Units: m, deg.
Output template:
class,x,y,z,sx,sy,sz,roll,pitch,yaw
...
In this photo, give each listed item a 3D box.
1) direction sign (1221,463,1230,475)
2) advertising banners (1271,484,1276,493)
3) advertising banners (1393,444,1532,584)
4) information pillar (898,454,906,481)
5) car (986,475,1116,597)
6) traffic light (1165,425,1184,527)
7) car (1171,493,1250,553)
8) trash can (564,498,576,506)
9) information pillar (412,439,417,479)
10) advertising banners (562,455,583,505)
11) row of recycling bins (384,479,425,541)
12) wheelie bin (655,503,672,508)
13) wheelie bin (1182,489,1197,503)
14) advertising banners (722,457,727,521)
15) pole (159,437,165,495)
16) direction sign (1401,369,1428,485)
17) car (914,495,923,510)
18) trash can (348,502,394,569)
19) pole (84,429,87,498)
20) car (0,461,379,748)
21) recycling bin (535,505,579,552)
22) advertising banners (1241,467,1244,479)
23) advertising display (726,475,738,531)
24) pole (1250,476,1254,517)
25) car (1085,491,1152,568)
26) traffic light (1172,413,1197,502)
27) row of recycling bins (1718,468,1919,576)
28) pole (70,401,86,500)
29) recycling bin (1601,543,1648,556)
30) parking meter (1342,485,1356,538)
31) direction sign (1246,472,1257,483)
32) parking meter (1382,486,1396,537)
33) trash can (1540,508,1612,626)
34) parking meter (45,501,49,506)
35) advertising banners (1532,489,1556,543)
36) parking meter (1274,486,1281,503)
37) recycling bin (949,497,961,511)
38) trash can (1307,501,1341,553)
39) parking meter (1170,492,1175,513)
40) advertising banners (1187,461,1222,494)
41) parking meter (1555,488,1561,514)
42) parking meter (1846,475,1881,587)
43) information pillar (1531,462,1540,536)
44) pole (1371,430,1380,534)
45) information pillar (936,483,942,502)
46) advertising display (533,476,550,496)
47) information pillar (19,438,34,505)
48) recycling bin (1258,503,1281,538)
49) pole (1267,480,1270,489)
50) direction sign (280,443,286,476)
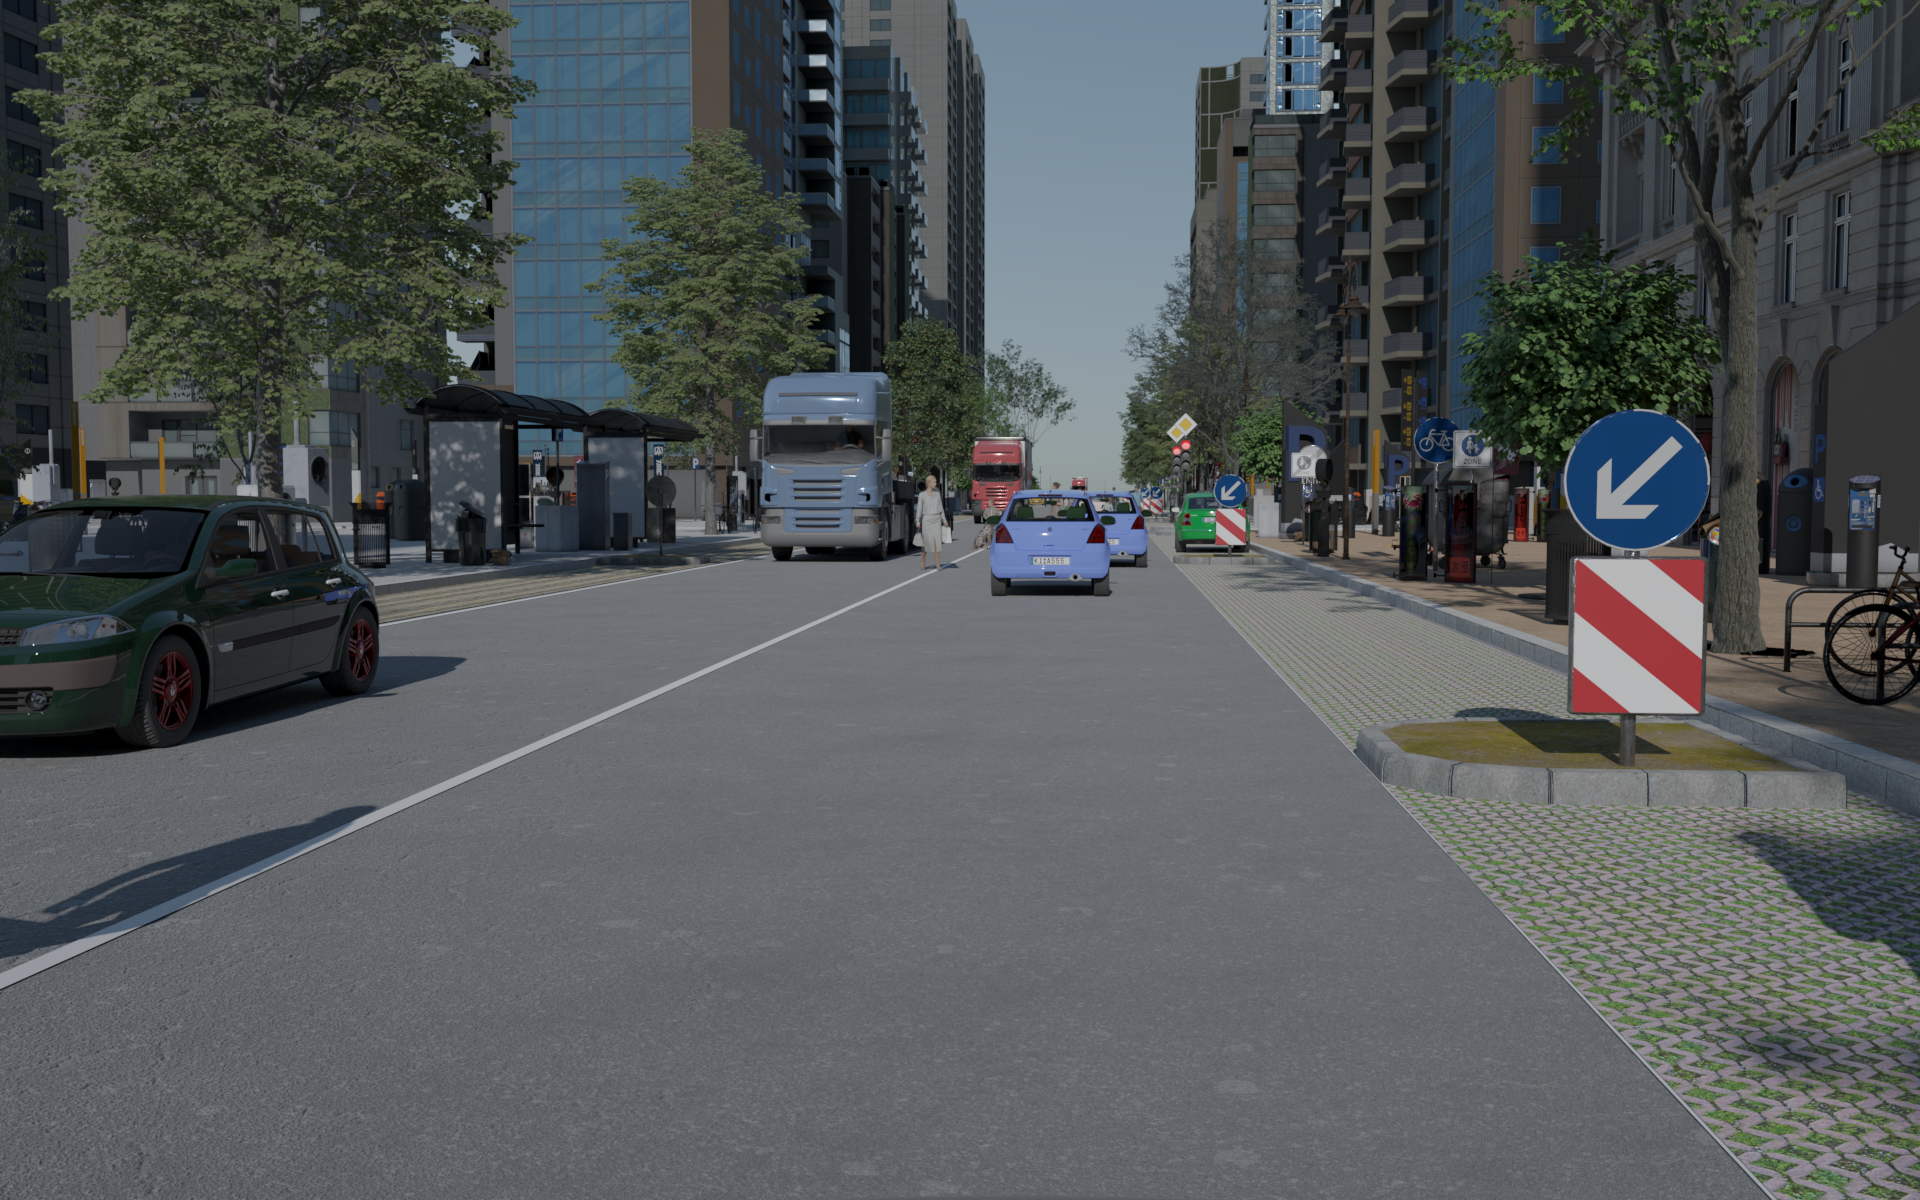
class,x,y,z,sx,sy,sz,roll,pitch,yaw
direction sign,19.068,-8.099,124.417,0.379,3.537,0.876,-3,5,-40
advertising banners,17.007,-6.066,95.371,0.090,3.025,2.074,3,5,43
advertising banners,7.181,-1.755,24.878,2.074,3.025,0.090,3,5,44
information pillar,-3.378,-6.709,101.039,0.504,3.616,0.183,0,4,-7
car,1.338,-0.976,25.555,1.945,1.707,3.694,0,4,3
traffic light,8.494,-4.845,68.140,0.839,4.253,0.868,0,4,5
car,6.290,-2.117,43.405,1.959,1.807,4.718,0,4,6
trash can,-15.566,-3.546,69.629,0.748,1.137,0.748,0,3,0
information pillar,-23.184,-5.036,73.689,0.183,3.616,0.504,-2,4,-32
advertising banners,-17.970,-5.061,78.935,2.074,3.025,0.090,2,4,27
row of recycling bins,-15.503,-2.546,48.735,1.069,1.692,3.534,-2,4,-25
wheelie bin,-14.022,-4.518,81.777,0.980,1.594,0.693,1,4,17
wheelie bin,18.069,-7.949,137.879,0.693,1.594,0.980,-2,4,-28
advertising banners,-10.954,-5.175,80.801,0.090,3.025,2.074,0,4,-2
pole,-28.742,-4.195,62.438,0.158,3.312,0.155,0,3,0
direction sign,8.304,-2.430,31.729,0.379,3.537,0.876,3,5,44
car,-2.043,-4.267,81.761,2.014,1.417,4.499,0,4,5
trash can,-10.168,-1.118,29.928,0.748,1.137,0.748,0,3,0
pole,-27.303,-3.673,53.903,0.158,3.312,0.155,0,3,0
car,-5.208,-0.078,11.063,2.009,1.686,4.222,0,4,4
recycling bin,-8.985,-1.594,38.622,0.722,1.027,0.722,1,4,19
advertising banners,17.929,-7.042,111.321,0.090,3.025,2.074,2,4,28
advertising display,-7.892,-3.357,60.102,0.123,1.923,0.974,1,4,10
pole,16.456,-6.341,97.514,0.158,3.312,0.155,0,3,0
car,2.924,-1.554,35.006,1.945,1.707,3.694,0,4,5
traffic light,7.810,-4.359,60.184,0.839,4.253,0.868,0,4,5
row of recycling bins,13.552,-1.216,26.993,1.069,1.692,3.534,-3,4,-38
pole,-19.521,-2.717,38.268,0.158,3.312,0.155,0,3,0
recycling bin,13.626,-1.408,35.571,0.722,1.027,0.722,-2,4,-25
parking meter,11.290,-2.560,50.261,0.372,1.533,0.369,0,3,0
direction sign,21.216,-8.208,126.204,0.876,3.537,0.379,2,4,25
parking meter,12.934,-2.680,52.228,0.372,1.533,0.369,0,3,0
trash can,6.074,-0.327,17.008,0.748,1.137,0.748,0,3,0
parking meter,-42.478,-4.589,80.749,0.399,1.863,0.255,3,4,36
advertising banners,15.042,-3.064,46.279,0.090,3.025,2.074,-2,4,-32
parking meter,9.749,-2.713,52.763,0.372,1.533,0.369,0,3,0
recycling bin,-0.372,-7.073,128.204,0.722,1.027,0.722,3,4,38
trash can,7.890,-1.585,37.575,0.748,1.137,0.748,0,3,0
parking meter,14.625,-6.777,119.222,0.372,1.533,0.369,0,3,0
advertising banners,13.043,-5.893,92.535,2.074,3.025,0.090,-1,4,-19
parking meter,24.444,-3.800,70.535,0.372,1.533,0.369,0,3,0
parking meter,11.790,-0.868,22.606,0.372,1.533,0.369,0,3,0
information pillar,17.580,-3.756,52.771,0.183,3.616,0.504,0,4,7
pole,13.198,-3.740,54.987,0.158,3.312,0.155,0,3,0
information pillar,-1.414,-6.859,116.644,0.304,2.012,0.304,3,5,44
advertising display,-14.968,-3.441,61.471,0.123,1.923,0.974,3,4,38
information pillar,-38.738,-4.927,71.908,0.504,3.616,0.183,-1,4,-11
recycling bin,9.192,-2.348,50.949,0.722,1.027,0.722,1,4,19
pole,21.432,-7.743,120.441,0.158,3.312,0.155,0,3,0
direction sign,-30.187,-5.172,76.556,0.876,3.537,0.379,-3,5,-43
